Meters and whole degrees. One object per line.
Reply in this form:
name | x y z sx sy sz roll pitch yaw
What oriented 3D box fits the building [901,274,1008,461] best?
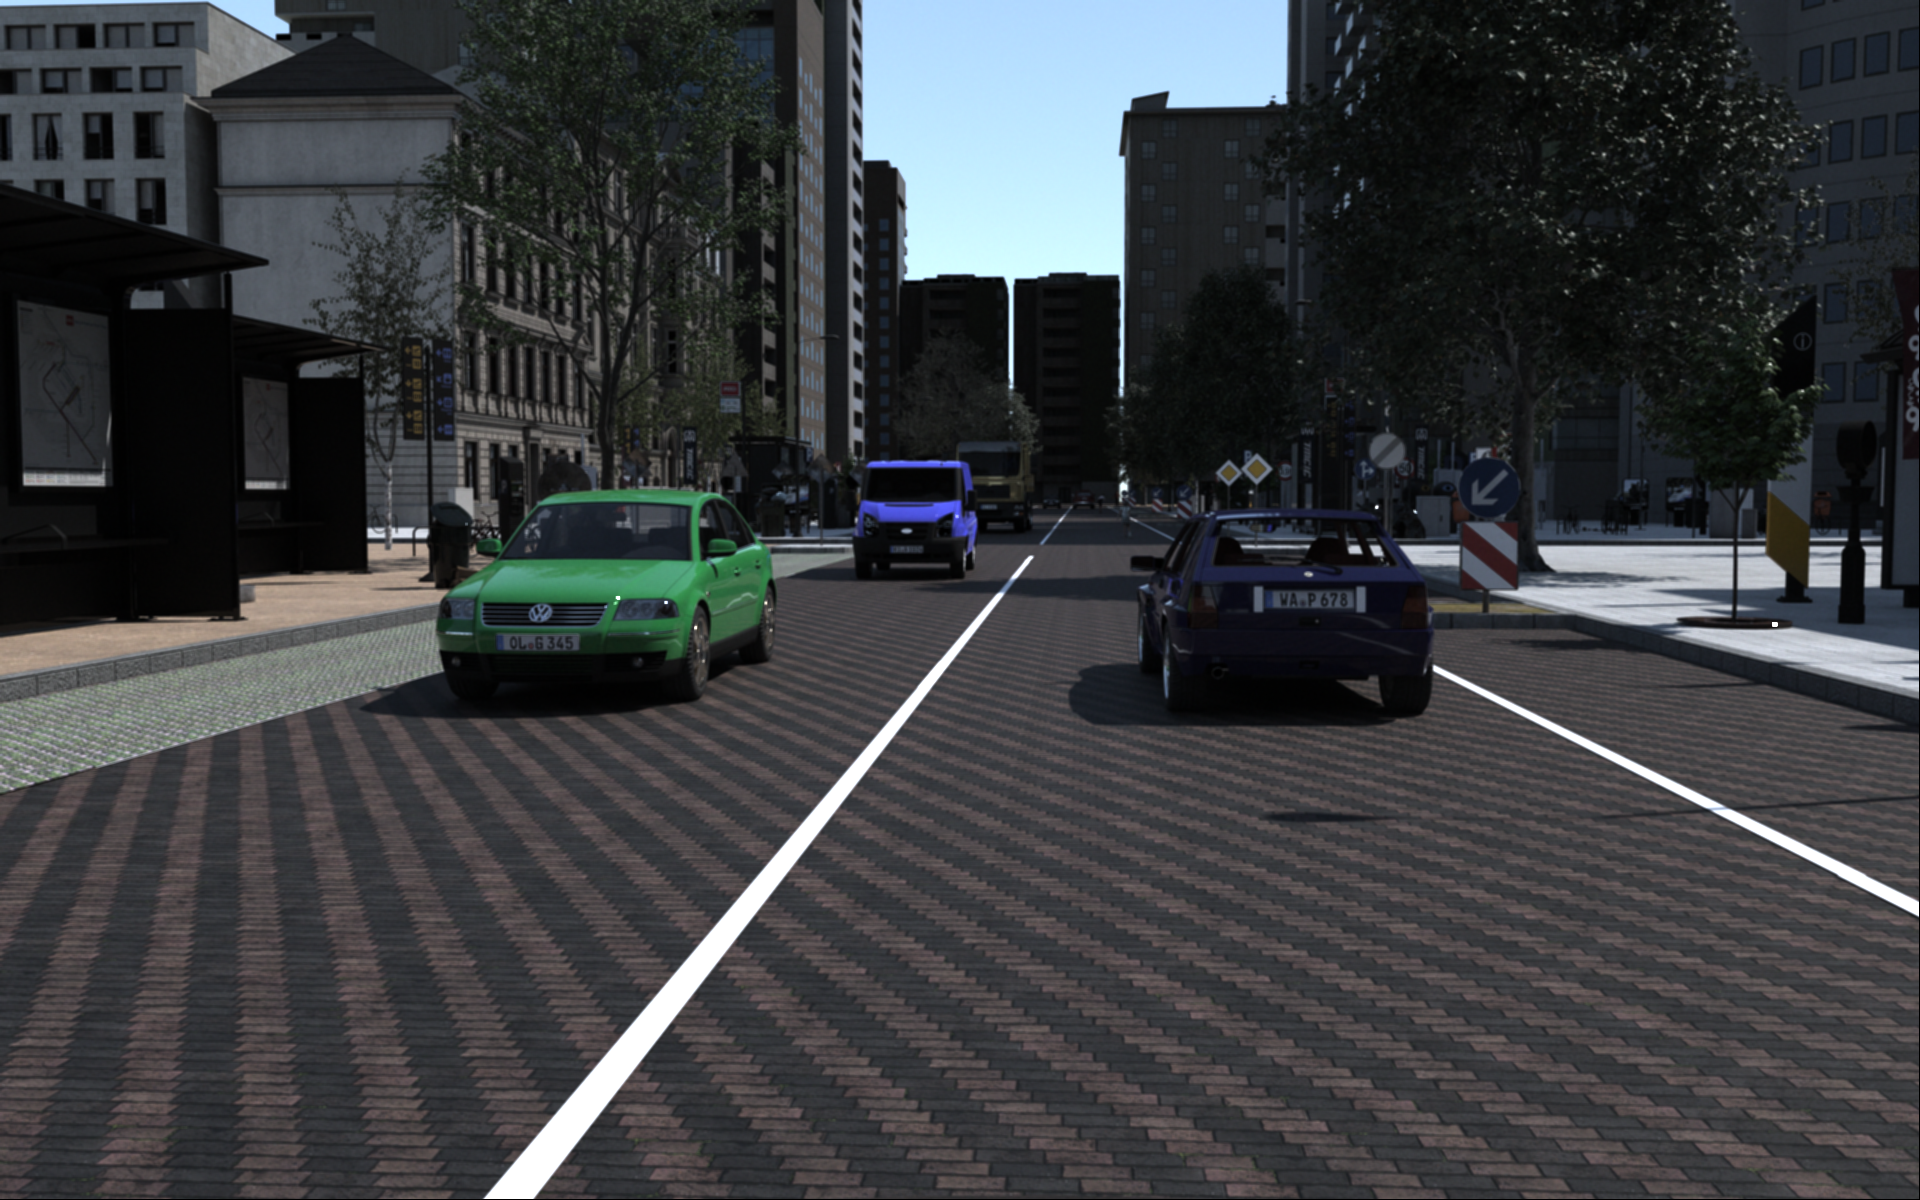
building | -0.618 -28.075 230.721 14.107 30.474 14.160 0 4 4

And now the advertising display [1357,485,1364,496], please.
advertising display | 27.013 -6.873 117.585 0.123 1.923 0.974 -3 5 -43

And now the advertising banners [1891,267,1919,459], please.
advertising banners | 8.219 -1.049 13.343 2.074 3.025 0.090 0 4 7

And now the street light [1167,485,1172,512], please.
street light | 14.506 -9.281 124.283 1.470 5.913 1.316 0 4 4

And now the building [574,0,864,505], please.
building | -24.432 -38.918 178.305 28.212 58.520 21.231 0 4 4

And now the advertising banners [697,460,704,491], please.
advertising banners | -13.865 -5.673 88.947 2.074 3.025 0.090 2 4 35

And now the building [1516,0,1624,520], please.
building | 36.359 -24.819 89.381 14.154 41.232 14.086 0 4 4

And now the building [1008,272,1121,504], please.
building | 14.065 -27.969 228.996 14.107 30.474 14.160 0 4 4

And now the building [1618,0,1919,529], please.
building | 44.217 -32.282 69.814 28.212 58.520 21.231 0 4 4

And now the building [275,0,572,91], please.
building | -52.890 -35.943 176.899 27.495 52.752 28.713 0 4 4

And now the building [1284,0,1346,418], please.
building | 42.608 -38.395 169.758 21.231 58.520 28.212 0 4 4

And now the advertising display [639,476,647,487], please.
advertising display | -11.741 -3.590 63.904 0.123 1.923 0.974 -2 4 -25

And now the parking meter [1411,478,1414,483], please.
parking meter | 16.626 -3.511 63.109 0.255 1.863 0.399 -2 4 -34

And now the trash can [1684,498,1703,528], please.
trash can | 27.788 -3.300 65.600 0.748 1.137 0.748 0 3 0

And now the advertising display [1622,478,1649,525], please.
advertising display | 27.706 -4.032 71.141 0.974 1.923 0.123 0 4 8

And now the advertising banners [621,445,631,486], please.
advertising banners | -12.558 -4.022 61.950 2.074 3.025 0.090 1 4 18

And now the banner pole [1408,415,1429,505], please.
banner pole | 14.459 -3.967 54.871 0.863 3.779 0.401 -1 4 -9

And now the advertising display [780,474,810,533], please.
advertising display | -5.375 -3.139 56.533 0.974 1.923 0.123 0 4 6

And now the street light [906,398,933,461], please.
street light | -2.007 -6.787 83.511 1.470 5.913 1.316 0 4 4

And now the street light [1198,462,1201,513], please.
street light | 12.143 -7.282 91.608 1.470 5.913 1.316 0 4 4

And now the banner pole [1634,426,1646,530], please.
banner pole | 24.302 -4.383 61.683 0.401 3.779 0.863 1 4 14

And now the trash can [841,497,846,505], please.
trash can | -5.838 -4.763 89.530 0.748 1.137 0.748 0 3 0

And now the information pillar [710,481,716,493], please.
information pillar | -13.705 -5.599 96.028 0.304 2.012 0.304 -2 4 -28

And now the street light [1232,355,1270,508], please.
street light | 9.749 -5.211 57.748 1.470 5.913 1.316 0 4 4

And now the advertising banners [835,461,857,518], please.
advertising banners | -6.095 -5.967 93.747 0.090 3.025 2.074 2 4 35

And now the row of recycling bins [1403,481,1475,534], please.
row of recycling bins | 16.186 -3.006 56.266 3.534 1.692 1.069 0 4 2

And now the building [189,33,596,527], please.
building | -23.209 -12.877 75.159 10.561 19.102 19.286 0 4 4

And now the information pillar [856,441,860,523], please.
information pillar | -4.475 -5.195 76.288 0.183 3.616 0.504 0 4 -6

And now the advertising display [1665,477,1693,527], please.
advertising display | 28.029 -3.809 67.498 0.974 1.923 0.123 1 4 16

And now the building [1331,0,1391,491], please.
building | 42.328 -31.772 139.088 23.786 49.044 30.456 0 4 4

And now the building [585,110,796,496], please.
building | -20.796 -22.174 134.246 14.160 30.474 14.107 0 4 4

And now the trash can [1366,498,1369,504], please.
trash can | 14.970 -3.120 62.665 0.748 1.137 0.748 0 3 0

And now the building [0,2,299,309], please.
building | -37.305 -13.255 71.479 16.860 20.320 10.420 0 4 4

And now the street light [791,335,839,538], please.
street light | -4.243 -4.788 50.827 1.470 5.913 1.316 0 4 4

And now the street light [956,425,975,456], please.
street light | 0.287 -8.786 116.191 1.470 5.913 1.316 0 4 4

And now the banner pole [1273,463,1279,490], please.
banner pole | 22.704 -8.157 123.382 0.863 3.779 0.401 2 4 25

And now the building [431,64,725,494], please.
building | -22.694 -17.302 101.973 14.460 24.649 34.723 0 4 4

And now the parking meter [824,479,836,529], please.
parking meter | -4.760 -3.525 63.351 0.399 1.863 0.255 -3 5 -44

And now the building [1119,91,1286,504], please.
building | 35.510 -39.478 234.703 27.495 52.752 28.713 0 4 4

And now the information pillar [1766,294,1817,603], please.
information pillar | 9.794 -1.776 20.396 0.504 3.616 0.183 0 4 3

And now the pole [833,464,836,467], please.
pole | -8.551 -7.580 117.774 0.158 3.312 0.155 0 3 0

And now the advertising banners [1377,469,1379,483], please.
advertising banners | 28.619 -7.548 119.593 0.090 3.025 2.074 0 4 -3

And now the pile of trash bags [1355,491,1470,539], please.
pile of trash bags | 12.975 -2.454 49.881 3.447 1.369 1.912 1 4 13

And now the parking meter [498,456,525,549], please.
parking meter | -6.914 -1.288 26.769 0.255 1.863 0.399 -3 5 -39

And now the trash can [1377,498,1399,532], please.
trash can | 13.847 -2.714 56.035 0.748 1.137 0.748 0 3 0

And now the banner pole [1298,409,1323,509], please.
banner pole | 10.266 -3.696 50.453 0.863 3.779 0.401 0 4 -6

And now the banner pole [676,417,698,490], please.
banner pole | -8.955 -4.067 56.512 0.863 3.779 0.401 -2 4 -29

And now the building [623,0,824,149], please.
building | -19.492 -30.444 147.863 14.600 45.320 14.200 0 4 4

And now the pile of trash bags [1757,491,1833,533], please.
pile of trash bags | 27.518 -2.976 58.407 3.447 1.369 1.912 2 4 33

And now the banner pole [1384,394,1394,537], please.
banner pole | 9.555 -2.972 38.617 0.401 3.779 0.863 2 4 29

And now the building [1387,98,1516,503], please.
building | 35.709 -21.068 116.163 14.160 30.474 14.107 0 4 4

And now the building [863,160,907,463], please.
building | -14.702 -35.574 231.753 14.200 45.320 14.600 0 4 4

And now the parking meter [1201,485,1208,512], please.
parking meter | 16.558 -6.819 117.205 0.399 1.863 0.255 -1 4 -14

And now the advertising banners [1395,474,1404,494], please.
advertising banners | 21.250 -5.273 82.409 2.074 3.025 0.090 -3 4 -39

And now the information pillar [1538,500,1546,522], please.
information pillar | 26.889 -4.626 80.128 0.304 2.012 0.304 0 4 -6

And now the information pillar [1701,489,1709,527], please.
information pillar | 29.015 -3.842 67.310 0.304 2.012 0.304 0 4 5

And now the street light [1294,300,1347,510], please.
street light | 8.693 -4.221 41.550 1.470 5.913 1.316 0 4 4

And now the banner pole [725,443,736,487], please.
banner pole | -10.193 -5.338 77.290 0.863 3.779 0.401 2 4 34

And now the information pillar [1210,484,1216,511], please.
information pillar | 18.144 -7.326 124.265 0.304 2.012 0.304 -3 5 -42
